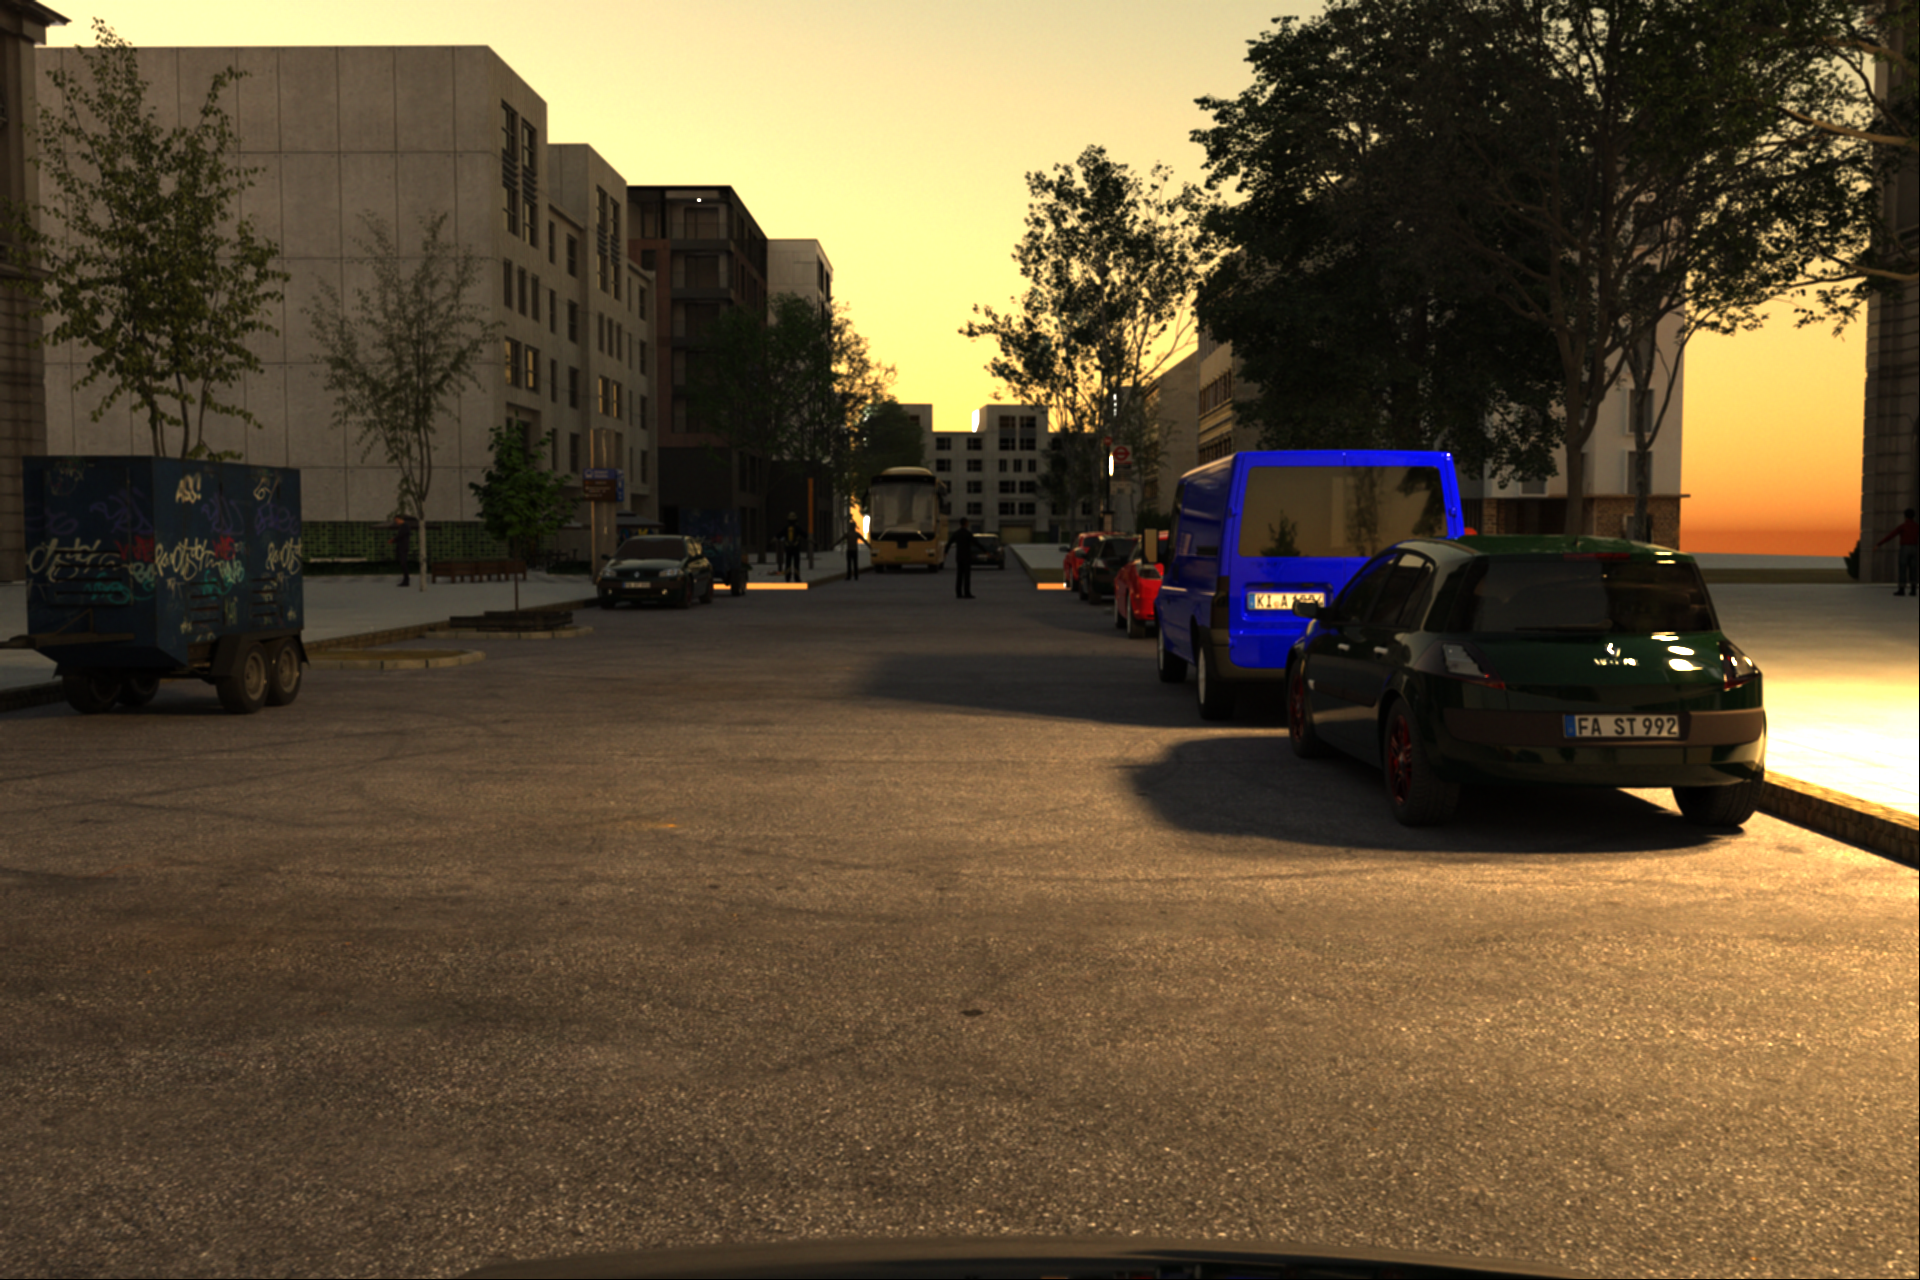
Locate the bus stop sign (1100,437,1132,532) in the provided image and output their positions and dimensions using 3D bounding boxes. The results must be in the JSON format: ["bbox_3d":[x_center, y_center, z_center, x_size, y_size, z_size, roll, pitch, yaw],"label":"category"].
[{"bbox_3d":[4.268,-3.593,47.449,0.855,3.939,0.416,0,4,0],"label":"bus stop sign"}]

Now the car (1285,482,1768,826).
[{"bbox_3d":[3.002,-0.006,9.886,2.009,1.686,4.222,0,3,0],"label":"car"}]

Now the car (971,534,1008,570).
[{"bbox_3d":[0.965,-3.711,70.457,2.009,1.686,4.222,0,4,2],"label":"car"}]

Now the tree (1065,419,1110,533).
[{"bbox_3d":[8.273,-9.857,111.526,4.360,8.622,3.978,0,3,0],"label":"tree"}]

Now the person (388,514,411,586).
[{"bbox_3d":[-13.761,-2.203,42.505,0.568,1.767,0.683,-3,4,-38],"label":"person"}]

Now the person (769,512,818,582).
[{"bbox_3d":[-4.462,-2.473,46.213,1.354,1.856,0.705,0,4,6],"label":"person"}]

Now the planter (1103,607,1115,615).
[{"bbox_3d":[3.588,-0.612,31.151,1.991,0.319,1.994,0,4,2],"label":"planter"}]

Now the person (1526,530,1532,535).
[{"bbox_3d":[21.351,-3.427,65.291,0.991,1.433,0.599,-3,5,-39],"label":"person"}]

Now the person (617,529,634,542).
[{"bbox_3d":[-15.177,-4.449,79.016,1.348,1.796,0.705,3,5,44],"label":"person"}]

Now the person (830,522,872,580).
[{"bbox_3d":[-3.360,-2.768,53.842,1.348,1.813,0.705,-1,4,-21],"label":"person"}]

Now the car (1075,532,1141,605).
[{"bbox_3d":[3.450,-1.625,36.361,2.009,1.686,4.222,0,4,0],"label":"car"}]

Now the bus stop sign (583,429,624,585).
[{"bbox_3d":[-8.983,-3.344,43.685,0.837,3.901,0.837,0,4,2],"label":"bus stop sign"}]

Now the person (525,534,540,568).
[{"bbox_3d":[-16.129,-3.637,65.241,0.705,1.858,1.354,0,4,-3],"label":"person"}]

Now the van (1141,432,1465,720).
[{"bbox_3d":[2.824,-0.649,14.995,2.240,2.365,5.245,0,4,1],"label":"van"}]

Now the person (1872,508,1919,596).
[{"bbox_3d":[19.708,-1.830,36.030,1.345,1.816,0.704,0,4,2],"label":"person"}]

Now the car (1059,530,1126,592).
[{"bbox_3d":[3.648,-2.172,44.557,2.155,1.783,4.494,0,3,0],"label":"car"}]

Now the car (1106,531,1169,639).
[{"bbox_3d":[3.225,-0.984,25.123,2.155,1.783,4.494,0,4,2],"label":"car"}]

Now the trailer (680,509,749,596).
[{"bbox_3d":[-5.768,-1.984,39.494,1.471,1.999,3.904,0,4,2],"label":"trailer"}]

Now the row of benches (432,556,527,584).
[{"bbox_3d":[-12.973,-1.912,46.721,1.422,0.672,4.104,1,4,14],"label":"row of benches"}]

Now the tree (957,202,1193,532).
[{"bbox_3d":[6.705,-14.923,99.883,12.611,20.169,13.585,0,3,0],"label":"tree"}]

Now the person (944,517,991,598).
[{"bbox_3d":[0.106,-1.834,38.673,1.346,1.802,0.704,3,5,41],"label":"person"}]

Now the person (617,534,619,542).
[{"bbox_3d":[-15.638,-4.360,77.466,1.347,1.806,0.705,3,5,40],"label":"person"}]

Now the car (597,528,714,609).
[{"bbox_3d":[-5.996,-1.502,34.347,2.009,1.686,4.222,0,4,1],"label":"car"}]

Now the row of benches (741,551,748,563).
[{"bbox_3d":[-9.769,-2.994,64.408,4.104,0.672,1.422,0,4,-7],"label":"row of benches"}]

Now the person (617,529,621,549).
[{"bbox_3d":[-16.033,-4.614,81.582,0.704,1.843,1.345,2,4,25],"label":"person"}]

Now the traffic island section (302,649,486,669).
[{"bbox_3d":[-6.428,0.216,19.342,1.991,0.108,1.994,0,4,1],"label":"traffic island section"}]

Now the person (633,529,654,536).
[{"bbox_3d":[-11.376,-3.443,62.257,1.349,1.833,0.705,2,4,27],"label":"person"}]

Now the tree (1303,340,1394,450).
[{"bbox_3d":[15.109,-6.951,64.007,4.360,8.622,3.978,0,3,0],"label":"tree"}]

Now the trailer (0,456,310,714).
[{"bbox_3d":[-6.330,-0.387,13.382,1.471,1.999,3.904,0,4,1],"label":"trailer"}]

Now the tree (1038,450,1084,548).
[{"bbox_3d":[8.943,-12.277,151.093,4.737,8.622,4.395,0,3,0],"label":"tree"}]

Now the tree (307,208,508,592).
[{"bbox_3d":[-11.772,-5.392,38.525,4.360,8.622,3.978,0,3,0],"label":"tree"}]

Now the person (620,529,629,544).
[{"bbox_3d":[-12.708,-3.649,65.796,0.704,1.817,1.347,-1,4,-10],"label":"person"}]

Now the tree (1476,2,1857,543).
[{"bbox_3d":[20.884,-12.100,53.728,12.611,20.169,13.585,0,3,0],"label":"tree"}]

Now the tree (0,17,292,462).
[{"bbox_3d":[-11.630,-4.576,25.186,4.737,8.622,4.395,0,3,0],"label":"tree"}]
